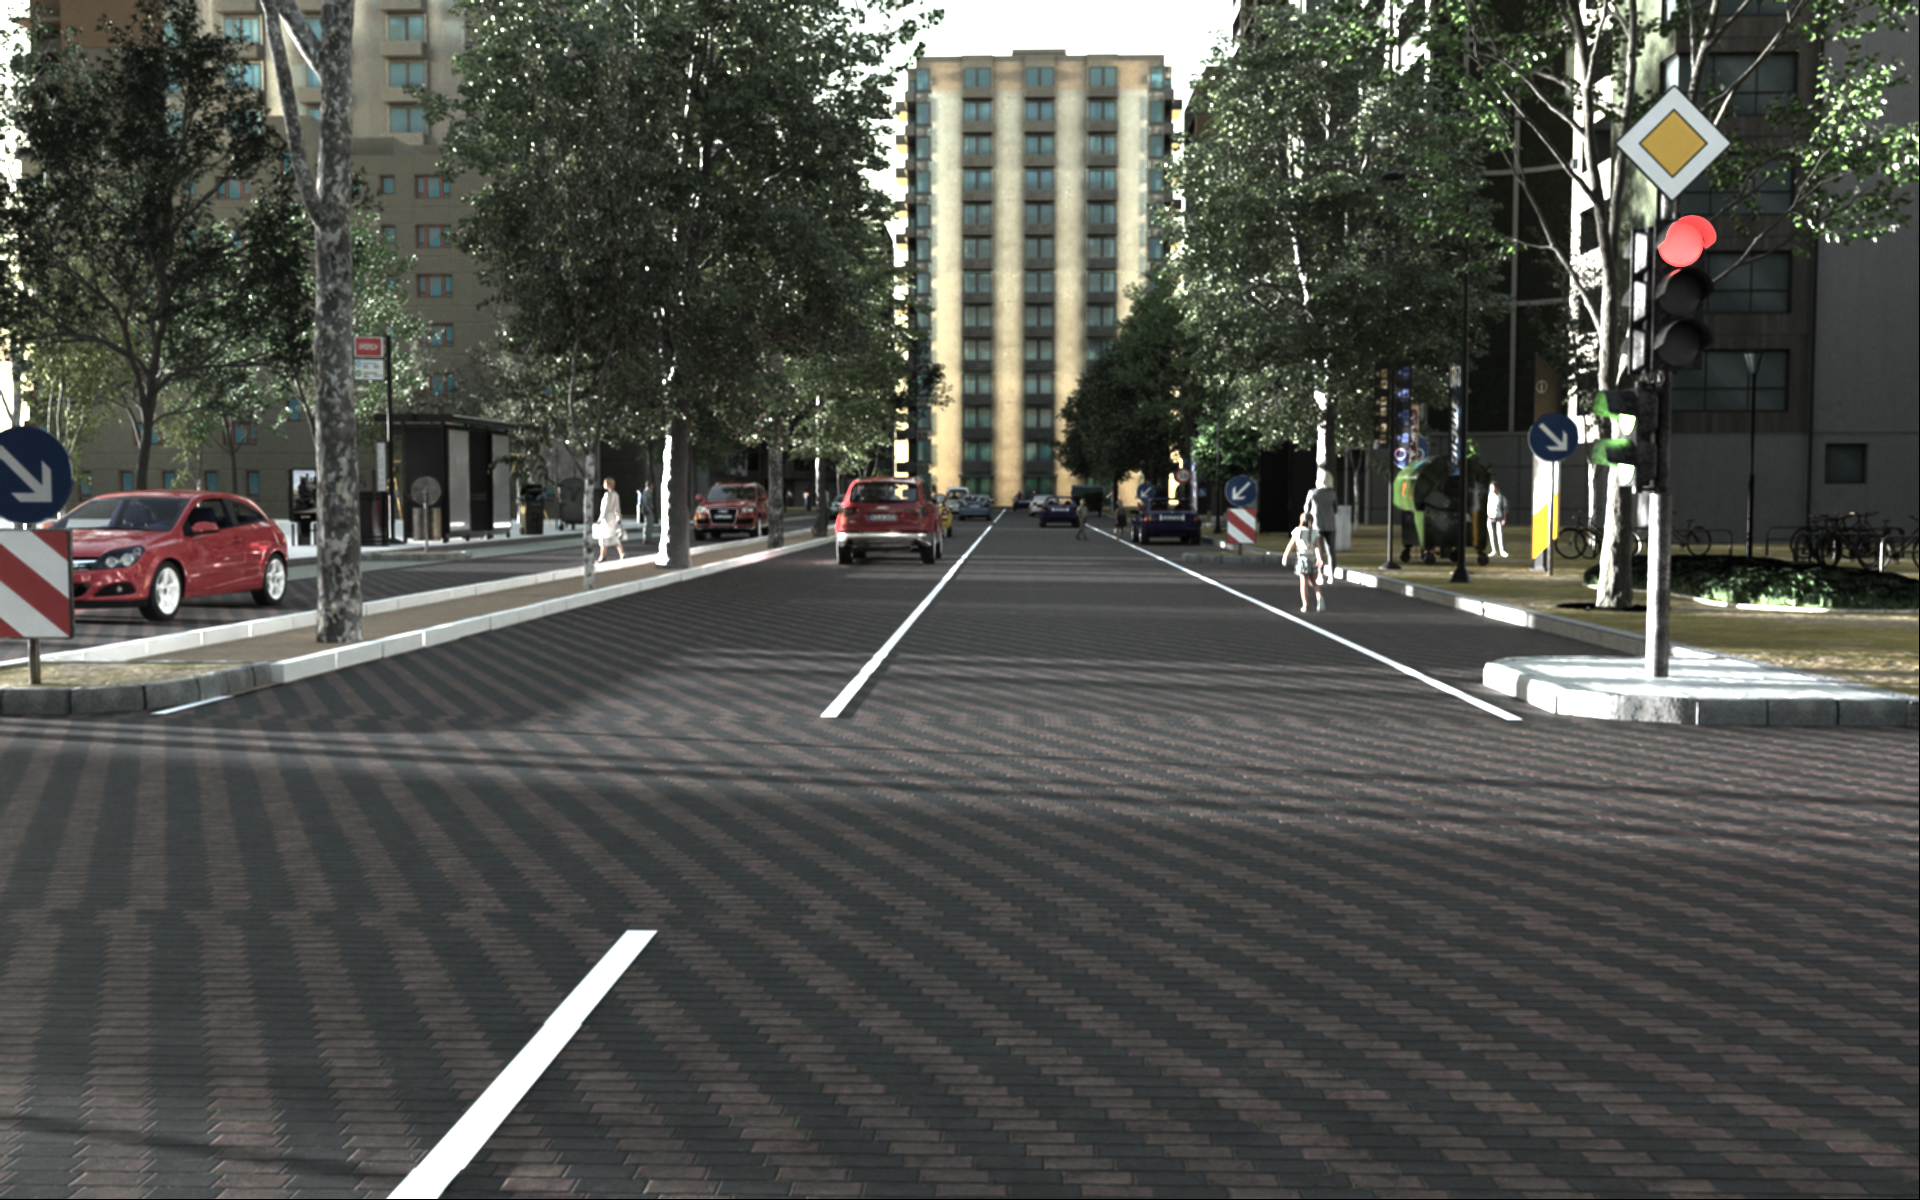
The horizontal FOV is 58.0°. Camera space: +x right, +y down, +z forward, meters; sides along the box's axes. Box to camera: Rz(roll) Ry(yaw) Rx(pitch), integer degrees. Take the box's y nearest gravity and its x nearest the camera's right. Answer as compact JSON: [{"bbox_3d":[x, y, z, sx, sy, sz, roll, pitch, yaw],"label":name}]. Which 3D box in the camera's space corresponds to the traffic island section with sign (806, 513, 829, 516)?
[{"bbox_3d":[-9.138,-6.491,114.763,1.989,1.847,2.006,0,4,2],"label":"traffic island section with sign"}]

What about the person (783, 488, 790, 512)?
[{"bbox_3d":[-12.555,-7.101,122.975,0.721,1.723,1.217,3,5,43],"label":"person"}]

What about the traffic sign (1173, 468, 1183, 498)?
[{"bbox_3d":[10.740,-5.146,84.250,0.768,2.556,0.104,0,4,5],"label":"traffic sign"}]

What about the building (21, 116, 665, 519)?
[{"bbox_3d":[-33.837,-15.788,103.166,27.650,21.520,28.899,0,4,2],"label":"building"}]

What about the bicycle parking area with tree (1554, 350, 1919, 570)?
[{"bbox_3d":[16.509,-2.761,32.147,9.016,4.147,8.231,0,4,-5],"label":"bicycle parking area with tree"}]

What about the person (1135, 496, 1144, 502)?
[{"bbox_3d":[12.236,-6.641,115.151,1.217,1.766,0.721,0,4,-1],"label":"person"}]

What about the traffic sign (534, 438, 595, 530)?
[{"bbox_3d":[-14.254,-4.194,62.443,2.265,3.308,0.079,0,4,6],"label":"traffic sign"}]

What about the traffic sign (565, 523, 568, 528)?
[{"bbox_3d":[-14.936,-4.009,65.657,0.768,2.556,0.104,0,4,7],"label":"traffic sign"}]

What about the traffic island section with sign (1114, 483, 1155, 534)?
[{"bbox_3d":[6.674,-3.369,63.716,1.989,1.847,2.006,0,4,2],"label":"traffic island section with sign"}]

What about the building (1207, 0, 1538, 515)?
[{"bbox_3d":[29.402,-42.243,128.927,20.563,71.187,20.611,0,4,2],"label":"building"}]

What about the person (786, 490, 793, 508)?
[{"bbox_3d":[-16.127,-9.587,163.728,0.756,1.711,0.436,1,4,18],"label":"person"}]

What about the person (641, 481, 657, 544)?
[{"bbox_3d":[-8.912,-2.502,49.513,0.391,1.810,0.635,-1,4,-17],"label":"person"}]

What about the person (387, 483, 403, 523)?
[{"bbox_3d":[-24.938,-4.276,76.227,0.678,1.792,0.850,-3,4,-38],"label":"person"}]

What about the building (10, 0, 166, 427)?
[{"bbox_3d":[-71.029,-30.614,150.653,14.200,45.320,14.600,0,4,2],"label":"building"}]

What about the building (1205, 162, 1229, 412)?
[{"bbox_3d":[27.583,-22.989,147.567,14.160,30.474,14.107,0,4,2],"label":"building"}]

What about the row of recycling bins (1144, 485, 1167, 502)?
[{"bbox_3d":[9.451,-4.659,83.285,1.069,1.692,3.534,1,4,11],"label":"row of recycling bins"}]

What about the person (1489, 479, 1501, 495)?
[{"bbox_3d":[19.994,-3.608,64.892,0.748,1.841,0.638,-3,5,-41],"label":"person"}]

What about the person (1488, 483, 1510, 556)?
[{"bbox_3d":[11.120,-1.662,35.812,0.503,1.515,0.523,0,4,-2],"label":"person"}]

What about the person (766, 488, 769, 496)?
[{"bbox_3d":[-15.007,-8.005,136.891,0.705,1.831,1.348,2,4,32],"label":"person"}]

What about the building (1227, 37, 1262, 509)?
[{"bbox_3d":[25.514,-20.820,112.100,14.160,30.474,14.107,0,4,2],"label":"building"}]

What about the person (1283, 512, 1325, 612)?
[{"bbox_3d":[4.197,-0.465,21.121,0.505,1.210,0.382,1,4,9],"label":"person"}]

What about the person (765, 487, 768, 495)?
[{"bbox_3d":[-15.691,-8.188,139.553,0.705,1.869,1.348,3,5,43],"label":"person"}]

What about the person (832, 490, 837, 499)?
[{"bbox_3d":[-11.885,-9.652,164.768,0.541,1.710,0.530,2,4,30],"label":"person"}]

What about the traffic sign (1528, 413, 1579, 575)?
[{"bbox_3d":[9.333,-1.664,27.307,0.768,2.556,0.104,1,4,8],"label":"traffic sign"}]

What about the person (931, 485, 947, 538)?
[{"bbox_3d":[-0.815,-2.864,56.084,0.760,1.731,0.466,-1,4,-19],"label":"person"}]

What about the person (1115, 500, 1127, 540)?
[{"bbox_3d":[5.020,-2.492,53.919,0.362,1.253,0.373,-1,4,-10],"label":"person"}]

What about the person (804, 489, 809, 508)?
[{"bbox_3d":[-13.632,-9.045,154.649,0.721,1.735,1.217,-3,4,-37],"label":"person"}]

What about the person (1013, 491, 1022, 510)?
[{"bbox_3d":[5.407,-9.104,157.877,1.217,1.766,0.721,-1,4,-9],"label":"person"}]

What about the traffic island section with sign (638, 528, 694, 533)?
[{"bbox_3d":[-10.837,-3.420,64.553,1.989,1.847,2.006,0,4,2],"label":"traffic island section with sign"}]

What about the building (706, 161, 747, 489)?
[{"bbox_3d":[-25.905,-23.093,149.267,14.107,30.474,14.160,0,4,2],"label":"building"}]

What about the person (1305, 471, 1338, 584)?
[{"bbox_3d":[5.791,-1.169,27.803,0.537,1.800,0.526,0,4,4],"label":"person"}]

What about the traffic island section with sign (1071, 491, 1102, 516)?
[{"bbox_3d":[8.398,-6.508,115.038,1.989,1.847,2.006,0,4,2],"label":"traffic island section with sign"}]

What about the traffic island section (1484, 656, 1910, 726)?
[{"bbox_3d":[4.927,0.617,12.191,2.009,0.180,2.903,0,4,2],"label":"traffic island section"}]

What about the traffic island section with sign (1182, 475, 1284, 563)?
[{"bbox_3d":[5.763,-1.722,36.776,1.989,1.847,2.006,0,4,2],"label":"traffic island section with sign"}]

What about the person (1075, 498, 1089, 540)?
[{"bbox_3d":[3.843,-2.530,54.138,0.640,1.303,0.475,3,5,44],"label":"person"}]

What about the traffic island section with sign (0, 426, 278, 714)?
[{"bbox_3d":[-6.225,-0.250,12.226,2.006,1.907,1.989,0,4,2],"label":"traffic island section with sign"}]

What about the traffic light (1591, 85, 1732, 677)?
[{"bbox_3d":[4.888,-1.416,12.079,0.839,4.253,0.868,0,4,2],"label":"traffic light"}]

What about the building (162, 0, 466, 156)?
[{"bbox_3d":[-48.805,-32.139,145.082,30.456,49.044,23.786,0,4,2],"label":"building"}]

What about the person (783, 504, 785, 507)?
[{"bbox_3d":[-9.616,-4.856,91.116,0.991,1.433,0.599,-3,5,-42],"label":"person"}]

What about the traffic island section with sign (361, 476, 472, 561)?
[{"bbox_3d":[-11.735,-1.773,37.612,1.989,1.847,2.006,0,4,2],"label":"traffic island section with sign"}]

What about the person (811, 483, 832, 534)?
[{"bbox_3d":[-4.948,-3.279,61.959,0.661,1.843,0.795,3,5,42],"label":"person"}]

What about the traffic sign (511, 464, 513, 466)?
[{"bbox_3d":[-14.165,-3.280,53.353,0.795,2.593,0.064,0,4,5],"label":"traffic sign"}]

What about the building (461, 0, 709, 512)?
[{"bbox_3d":[-26.289,-26.922,123.775,14.154,41.232,14.086,0,4,2],"label":"building"}]

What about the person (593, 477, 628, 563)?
[{"bbox_3d":[-7.254,-1.659,35.982,0.624,1.780,0.694,2,4,31],"label":"person"}]

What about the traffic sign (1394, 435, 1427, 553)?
[{"bbox_3d":[9.226,-2.172,35.624,0.768,2.556,0.104,1,4,11],"label":"traffic sign"}]

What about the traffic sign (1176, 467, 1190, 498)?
[{"bbox_3d":[10.692,-5.062,82.865,0.768,2.556,0.104,0,4,7],"label":"traffic sign"}]

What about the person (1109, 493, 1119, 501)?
[{"bbox_3d":[13.466,-8.911,152.461,1.217,1.743,0.721,-1,4,-22],"label":"person"}]
